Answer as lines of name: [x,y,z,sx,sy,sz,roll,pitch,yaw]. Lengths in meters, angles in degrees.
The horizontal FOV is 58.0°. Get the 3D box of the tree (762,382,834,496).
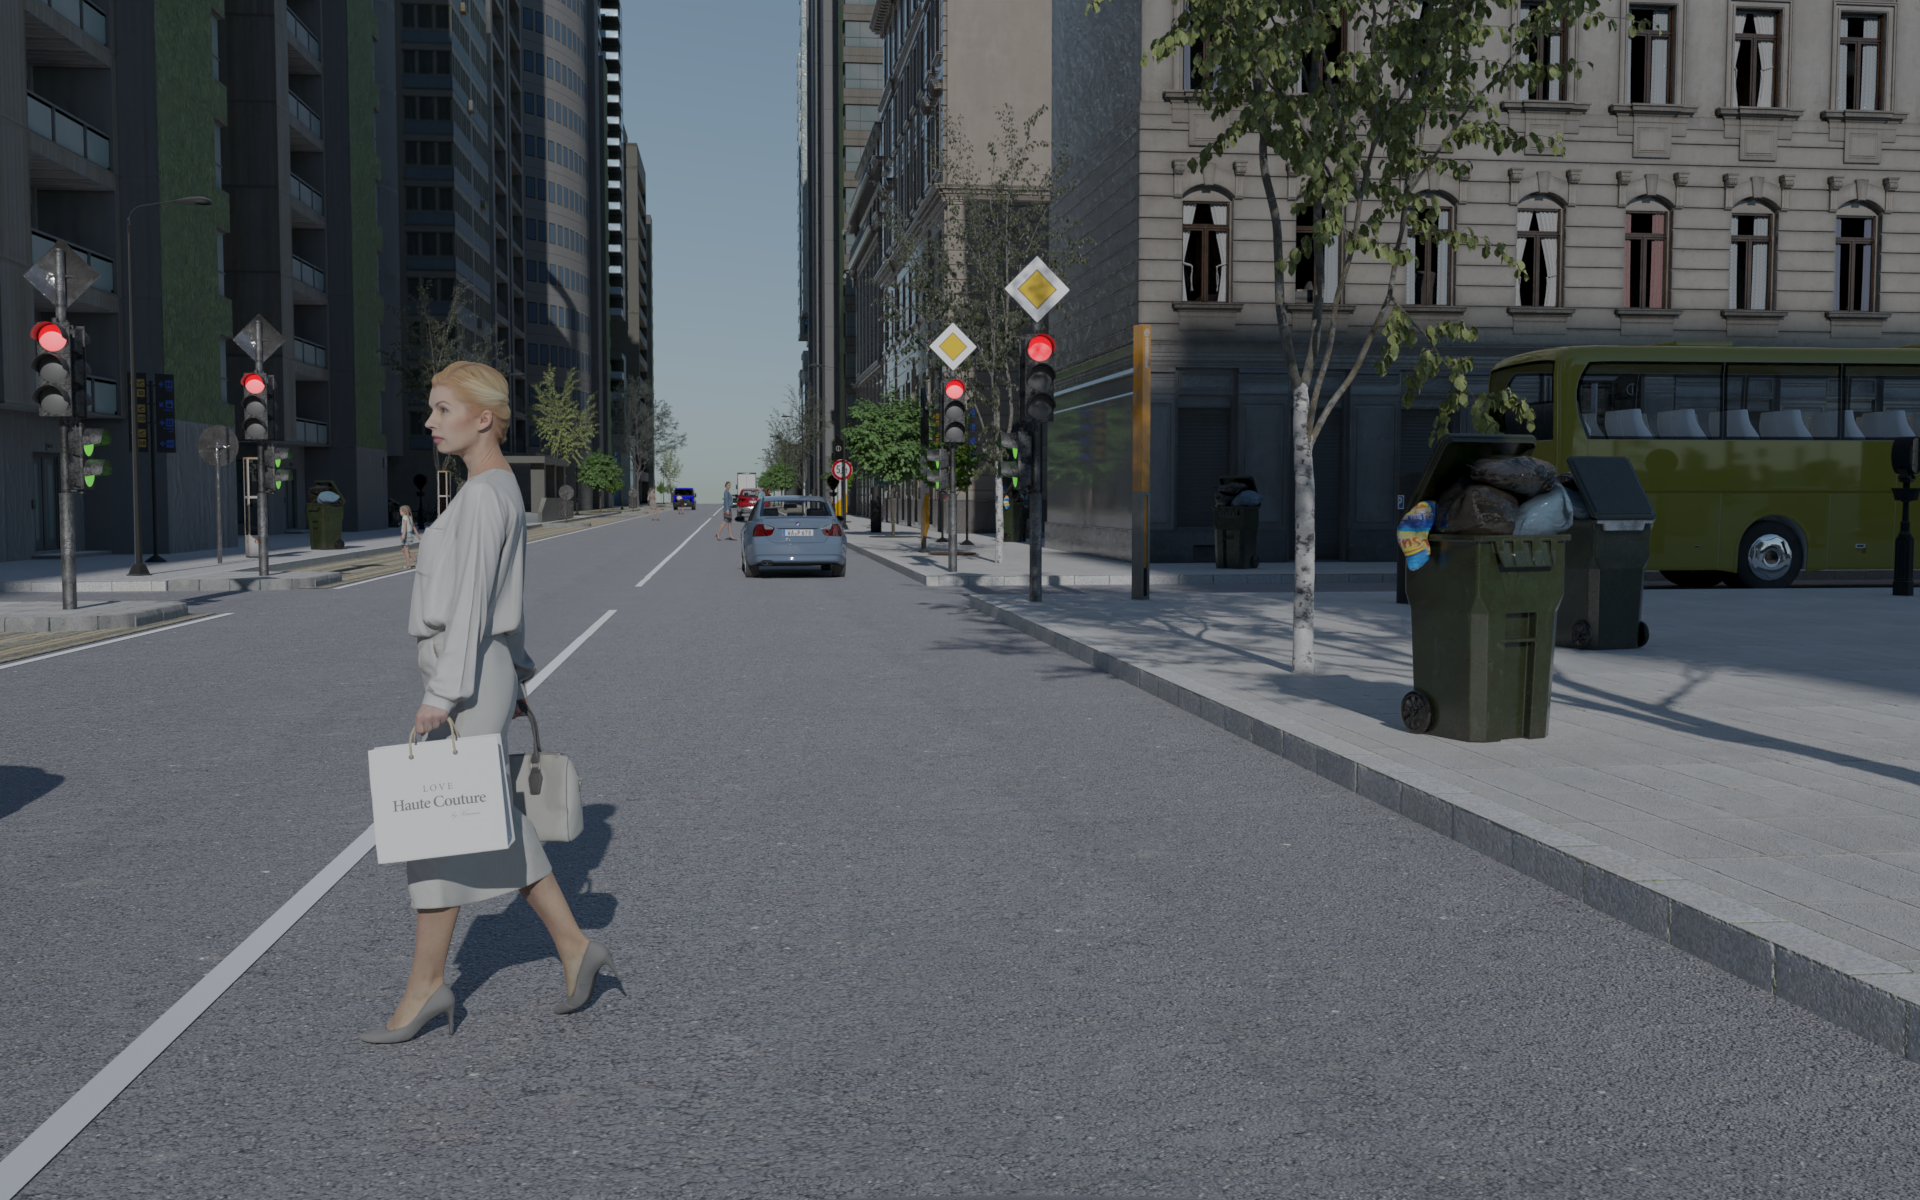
tree: [-10.428,-9.949,113.035,4.360,8.622,3.978,0,3,0]

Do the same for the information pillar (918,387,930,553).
information pillar: [-0.770,-2.838,37.756,0.183,3.616,0.504,-1,4,-14]

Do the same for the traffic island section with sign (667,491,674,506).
traffic island section with sign: [-34.242,-12.160,207.448,1.989,1.847,2.006,0,4,-7]

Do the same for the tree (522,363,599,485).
tree: [-22.662,-9.052,98.358,4.737,8.622,4.395,0,3,0]

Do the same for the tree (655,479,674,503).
tree: [-38.130,-13.890,221.708,1.663,3.219,1.824,0,3,0]

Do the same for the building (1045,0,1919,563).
building: [11.464,-11.498,37.144,18.267,20.994,9.793,0,4,-7]

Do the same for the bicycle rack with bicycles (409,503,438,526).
bicycle rack with bicycles: [-21.069,-3.484,70.353,2.925,0.926,2.852,-2,4,-24]

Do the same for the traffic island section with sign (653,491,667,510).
traffic island section with sign: [-27.220,-8.841,153.179,1.989,1.847,2.006,0,4,-7]

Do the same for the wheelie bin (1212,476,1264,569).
wheelie bin: [4.771,-1.340,29.816,0.980,1.594,0.693,3,4,36]

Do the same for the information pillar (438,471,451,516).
information pillar: [-16.385,-3.093,55.063,0.304,2.012,0.304,0,4,5]

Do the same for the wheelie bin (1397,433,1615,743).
wheelie bin: [2.812,-0.078,9.189,0.980,1.594,0.693,-2,4,-25]

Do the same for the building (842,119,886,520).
building: [1.091,-15.331,92.459,13.314,21.916,24.055,0,4,-7]

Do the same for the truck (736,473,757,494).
truck: [-28.468,-14.808,231.017,2.839,4.237,11.283,0,4,-7]

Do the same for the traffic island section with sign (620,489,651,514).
traffic island section with sign: [-23.713,-7.175,125.931,1.989,1.847,2.006,0,4,-7]

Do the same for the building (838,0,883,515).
building: [-1.051,-26.333,114.135,14.154,41.232,14.086,0,4,-7]

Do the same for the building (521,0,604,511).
building: [-39.664,-36.214,134.097,21.231,58.520,28.212,0,4,-7]

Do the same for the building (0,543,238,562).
building: [-23.608,-21.377,33.111,14.154,41.232,14.086,0,4,-7]

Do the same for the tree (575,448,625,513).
tree: [-25.074,-8.389,120.881,4.285,4.588,4.351,0,3,0]

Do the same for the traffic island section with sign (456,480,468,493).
traffic island section with sign: [-13.683,-2.422,48.223,1.989,1.847,2.006,0,4,-7]

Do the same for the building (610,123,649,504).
building: [-52.188,-36.854,226.271,21.300,48.544,21.600,0,4,-7]

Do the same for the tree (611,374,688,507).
tree: [-32.824,-16.253,176.100,12.009,13.543,11.850,0,3,0]

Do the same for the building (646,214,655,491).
building: [-50.856,-34.368,245.508,14.154,41.232,14.086,0,4,-7]

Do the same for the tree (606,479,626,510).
tree: [-27.808,-8.791,138.326,1.663,3.219,1.824,0,3,0]

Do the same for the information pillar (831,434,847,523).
information pillar: [-4.673,-4.671,67.728,0.504,3.616,0.183,-1,4,-16]

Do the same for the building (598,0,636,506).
building: [-48.790,-54.215,199.080,22.319,86.520,31.000,0,4,-7]

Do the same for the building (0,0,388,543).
building: [-27.150,-22.709,54.882,14.154,41.232,14.086,0,4,-7]

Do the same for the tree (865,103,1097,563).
tree: [0.499,-4.985,31.873,4.360,8.622,3.978,0,3,0]

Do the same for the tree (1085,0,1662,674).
tree: [2.539,-3.766,11.930,4.737,8.622,4.395,0,3,0]

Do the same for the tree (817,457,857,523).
tree: [-5.324,-5.106,78.088,1.663,3.219,1.824,0,3,0]

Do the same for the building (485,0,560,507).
building: [-36.569,-41.057,109.541,20.563,71.187,20.611,0,4,-7]

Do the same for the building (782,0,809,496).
building: [-14.095,-57.081,245.945,22.319,86.520,31.000,0,4,-7]

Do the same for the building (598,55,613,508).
building: [-39.157,-28.892,155.974,14.154,41.232,14.086,0,4,-7]

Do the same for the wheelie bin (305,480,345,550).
wheelie bin: [-14.604,-1.954,39.861,0.980,1.594,0.693,2,4,33]

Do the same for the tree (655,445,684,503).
tree: [-41.466,-18.149,247.091,4.737,8.622,4.395,0,3,0]

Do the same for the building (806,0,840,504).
building: [-3.888,-38.005,163.385,21.231,58.520,28.212,0,4,-7]

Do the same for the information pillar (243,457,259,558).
information pillar: [-14.167,-1.851,34.753,0.304,2.012,0.304,-3,4,-36]

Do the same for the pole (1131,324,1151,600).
pole: [2.197,-1.660,20.985,0.158,3.312,0.155,0,3,0]

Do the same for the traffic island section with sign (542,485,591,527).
traffic island section with sign: [-17.294,-4.136,76.249,1.989,1.847,2.006,0,4,-7]

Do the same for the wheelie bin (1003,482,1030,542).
wheelie bin: [1.490,-2.356,46.431,0.693,1.594,0.980,1,4,20]

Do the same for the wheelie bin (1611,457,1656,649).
wheelie bin: [5.296,-0.402,14.480,0.980,1.594,0.693,-1,4,-21]

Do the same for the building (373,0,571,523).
building: [-35.552,-23.802,81.044,32.217,40.220,23.993,0,4,-7]

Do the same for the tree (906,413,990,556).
tree: [-0.180,-2.564,36.527,1.663,3.219,1.824,0,3,0]

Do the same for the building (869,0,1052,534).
building: [3.602,-16.549,67.836,12.463,27.353,25.104,0,4,-7]

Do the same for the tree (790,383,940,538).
tree: [-1.955,-4.144,51.462,4.285,4.588,4.351,0,3,0]

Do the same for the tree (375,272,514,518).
tree: [-17.350,-6.605,58.362,4.360,8.622,3.978,0,3,0]
